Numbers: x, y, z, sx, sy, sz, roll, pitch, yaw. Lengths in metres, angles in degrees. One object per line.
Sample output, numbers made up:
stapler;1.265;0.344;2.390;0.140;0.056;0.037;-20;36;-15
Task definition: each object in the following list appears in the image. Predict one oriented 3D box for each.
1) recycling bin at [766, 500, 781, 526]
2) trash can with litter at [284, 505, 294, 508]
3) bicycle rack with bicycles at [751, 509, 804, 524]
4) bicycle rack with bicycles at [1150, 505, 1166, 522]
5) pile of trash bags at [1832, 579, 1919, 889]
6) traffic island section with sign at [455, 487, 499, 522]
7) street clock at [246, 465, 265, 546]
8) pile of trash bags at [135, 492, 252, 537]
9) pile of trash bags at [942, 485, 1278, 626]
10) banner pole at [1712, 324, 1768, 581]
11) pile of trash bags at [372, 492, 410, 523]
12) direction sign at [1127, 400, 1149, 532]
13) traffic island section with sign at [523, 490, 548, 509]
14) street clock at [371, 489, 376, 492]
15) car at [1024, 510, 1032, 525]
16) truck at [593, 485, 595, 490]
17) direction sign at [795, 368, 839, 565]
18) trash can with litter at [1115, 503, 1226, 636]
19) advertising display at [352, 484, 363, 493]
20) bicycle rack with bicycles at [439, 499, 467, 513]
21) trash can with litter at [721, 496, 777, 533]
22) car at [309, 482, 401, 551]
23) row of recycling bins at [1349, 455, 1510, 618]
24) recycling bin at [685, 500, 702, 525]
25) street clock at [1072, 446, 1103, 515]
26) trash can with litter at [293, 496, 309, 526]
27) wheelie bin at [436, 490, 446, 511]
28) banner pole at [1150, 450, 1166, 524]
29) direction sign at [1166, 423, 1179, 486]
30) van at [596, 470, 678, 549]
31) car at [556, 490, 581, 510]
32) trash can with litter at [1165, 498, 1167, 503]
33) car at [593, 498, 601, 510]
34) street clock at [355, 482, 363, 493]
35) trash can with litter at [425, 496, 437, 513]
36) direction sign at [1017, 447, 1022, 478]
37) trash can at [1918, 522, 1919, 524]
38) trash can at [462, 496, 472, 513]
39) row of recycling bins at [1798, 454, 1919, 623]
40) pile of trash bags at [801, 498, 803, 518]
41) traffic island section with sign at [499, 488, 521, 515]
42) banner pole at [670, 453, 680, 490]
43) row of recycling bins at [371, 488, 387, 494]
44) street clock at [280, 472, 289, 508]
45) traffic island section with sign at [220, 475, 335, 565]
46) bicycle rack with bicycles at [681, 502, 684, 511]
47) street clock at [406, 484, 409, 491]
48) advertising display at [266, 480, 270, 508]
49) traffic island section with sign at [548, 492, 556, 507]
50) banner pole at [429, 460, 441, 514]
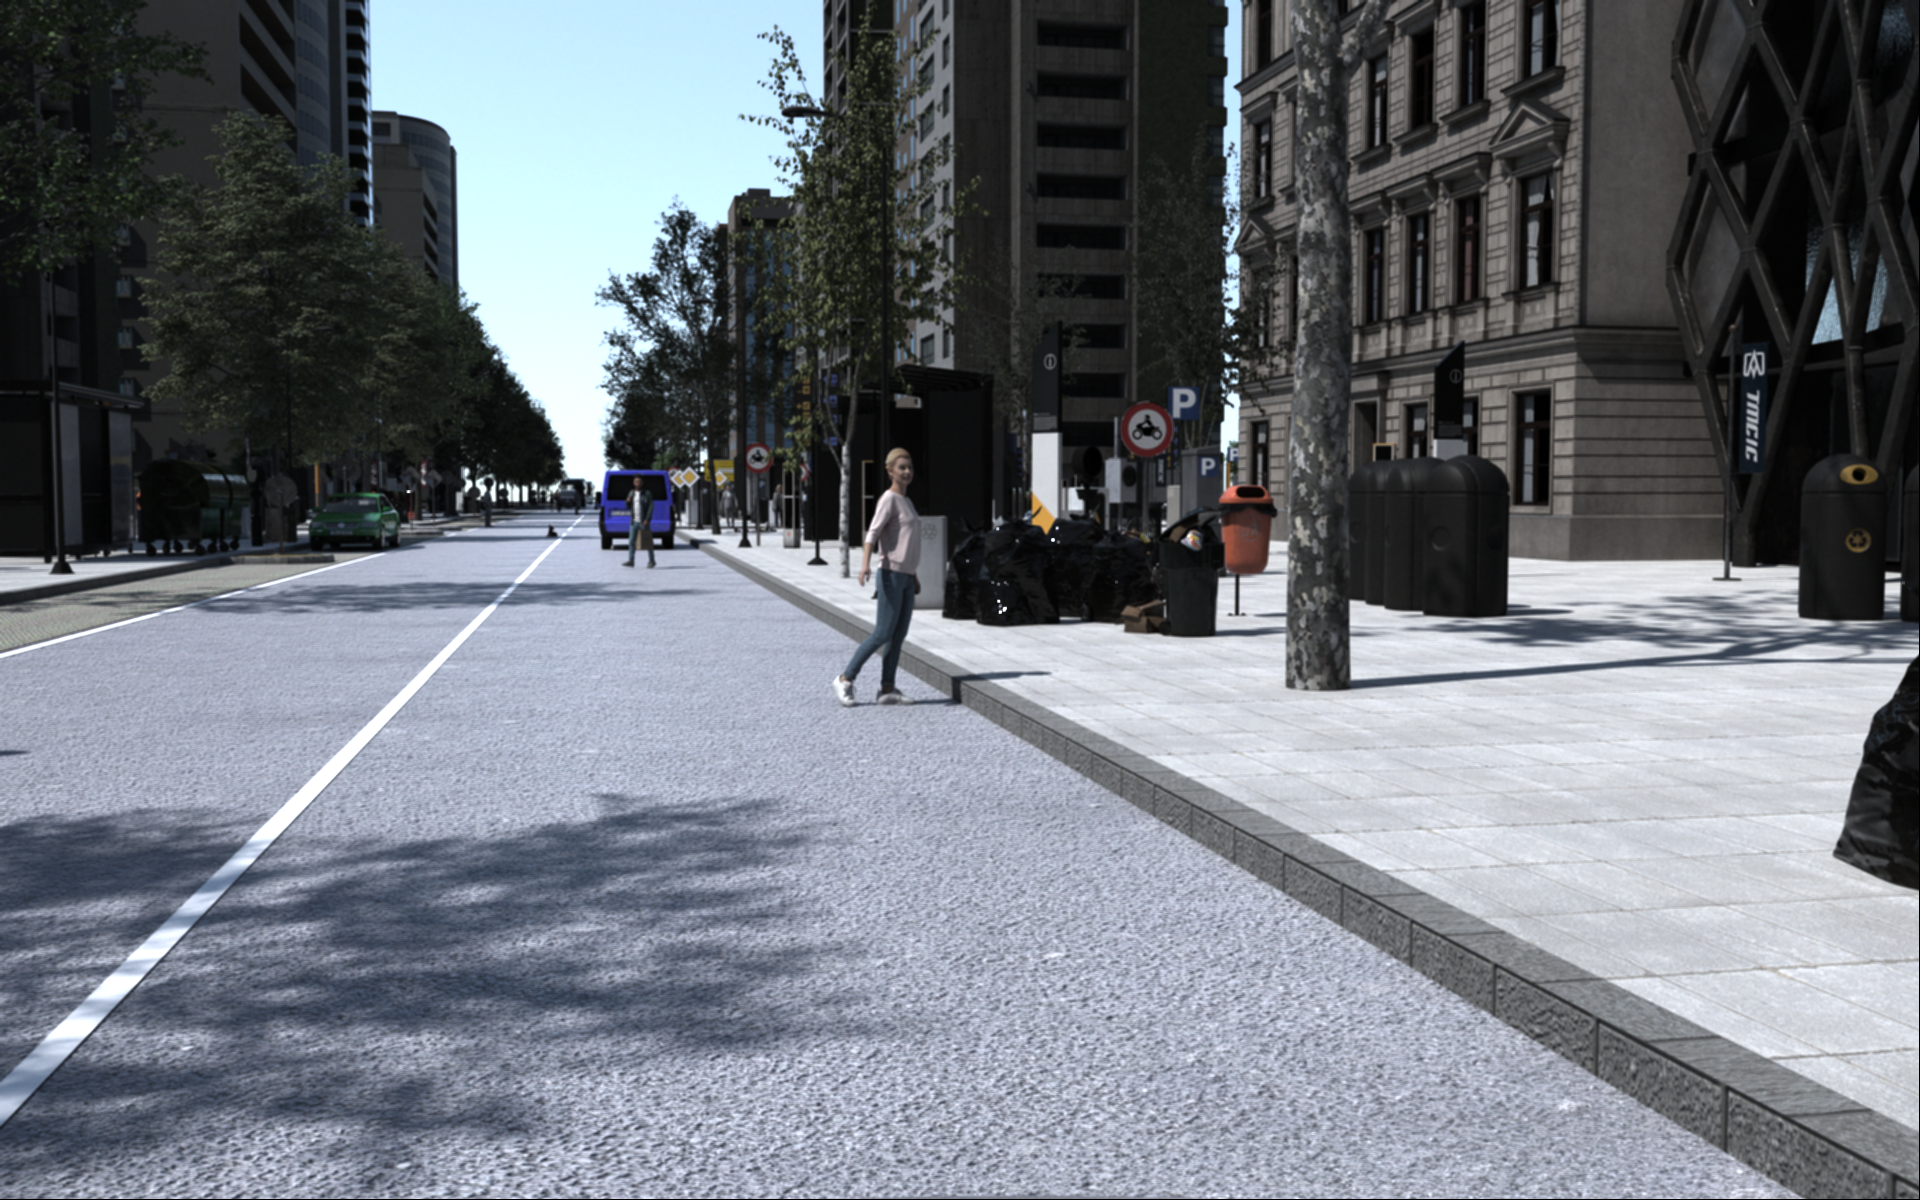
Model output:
recycling bin;-7.460;-3.556;70.693;0.722;1.027;0.722;1;4;17
trash can with litter;-26.372;-3.405;67.056;1.055;1.170;0.624;0;4;2
bicycle rack with bicycles;-7.341;-3.735;74.450;2.925;0.926;2.852;0;4;2
bicycle rack with bicycles;9.509;-4.185;81.802;2.925;0.926;2.852;3;5;41
pile of trash bags;4.827;0.258;5.528;3.447;1.369;1.912;-1;4;-8
traffic island section with sign;-25.230;-4.987;90.166;1.989;1.847;2.006;-1;4;-12
street clock;-17.292;-2.324;42.562;0.471;2.002;0.358;3;4;36
pile of trash bags;-22.901;-2.580;51.939;3.447;1.369;1.912;0;4;-8
pile of trash bags;1.576;-0.494;17.824;3.447;1.369;1.912;-1;4;-9
banner pole;11.501;-2.167;25.440;0.401;3.779;0.863;-2;4;-24
pile of trash bags;-25.728;-4.103;76.833;1.912;1.369;3.447;-2;4;-32
direction sign;4.337;-3.077;42.313;0.379;3.537;0.876;-2;4;-29
traffic island section with sign;-40.745;-9.611;165.772;1.989;1.847;2.006;-1;4;-12
street clock;-36.167;-6.256;106.858;0.358;2.002;0.471;1;4;21
car;4.804;-3.528;69.678;4.499;1.417;2.014;-1;4;-13
truck;-63.075;-18.032;290.752;3.469;3.379;9.791;-1;4;-12
direction sign;-2.586;-2.407;31.344;0.876;3.537;0.379;1;4;22
trash can with litter;1.887;-0.270;15.808;1.055;1.170;0.624;3;5;42
advertising display;-39.710;-6.673;114.315;0.974;1.923;0.123;0;4;-1
bicycle rack with bicycles;-35.229;-6.567;120.747;2.852;0.926;2.925;0;4;5
trash can with litter;-7.054;-2.895;58.386;2.233;1.210;1.678;-3;5;-42
car;-15.714;-2.219;45.069;1.959;1.807;4.718;-1;4;-10
row of recycling bins;5.204;-0.767;19.649;1.069;1.692;3.534;0;4;-4
recycling bin;-11.047;-3.651;72.242;0.722;1.027;0.722;-1;4;-17
street clock;1.915;-1.319;26.139;0.358;2.002;0.471;3;5;43
trash can with litter;-26.623;-3.622;70.275;1.678;1.210;2.233;2;4;29
wheelie bin;-38.285;-7.340;127.910;0.693;1.594;0.980;0;4;-4
banner pole;8.396;-5.121;73.751;0.863;3.779;0.401;0;4;-1
direction sign;6.816;-3.892;55.623;0.379;3.537;0.876;-1;4;-17
van;-8.695;-2.583;46.620;2.240;2.365;5.245;-1;4;-11
car;-35.433;-9.053;156.694;2.281;1.827;5.304;-1;4;-11
trash can with litter;7.718;-3.080;61.749;1.055;1.170;0.624;-3;5;-43
car;-32.603;-9.111;158.562;1.945;1.707;3.694;-1;4;-12
street clock;-37.431;-6.320;107.895;0.358;2.002;0.471;2;4;28
trash can with litter;-41.563;-7.616;135.907;0.624;1.170;1.055;0;4;2
direction sign;2.662;-5.630;84.052;0.876;3.537;0.379;-2;4;-26
trash can;5.321;0.170;8.881;0.748;1.137;0.748;0;3;0
trash can;-33.112;-6.414;116.525;0.748;1.137;0.748;0;3;0
row of recycling bins;10.185;-0.609;17.070;3.534;1.692;1.069;3;4;38
pile of trash bags;-7.245;-5.122;93.496;1.912;1.369;3.447;-2;4;-25
traffic island section with sign;-30.703;-6.617;116.813;1.989;1.847;2.006;-1;4;-12
banner pole;-17.377;-7.057;105.397;0.863;3.779;0.401;-3;5;-43
row of recycling bins;-41.219;-6.973;121.118;3.534;1.692;1.069;3;4;37
street clock;-22.344;-3.215;57.130;0.471;2.002;0.358;2;4;34
traffic island section with sign;-14.115;-1.671;35.945;1.989;1.847;2.006;-1;4;-12
bicycle rack with bicycles;-19.096;-6.750;123.738;2.852;0.926;2.925;1;4;23
street clock;-36.709;-6.772;115.295;0.358;2.002;0.471;-2;4;-26
advertising display;-30.896;-4.434;77.712;0.123;1.923;0.974;-3;5;-39
traffic island section with sign;-46.201;-11.240;192.402;1.989;1.847;2.006;-1;4;-12
banner pole;-34.239;-7.514;112.873;0.401;3.779;0.863;3;4;38
